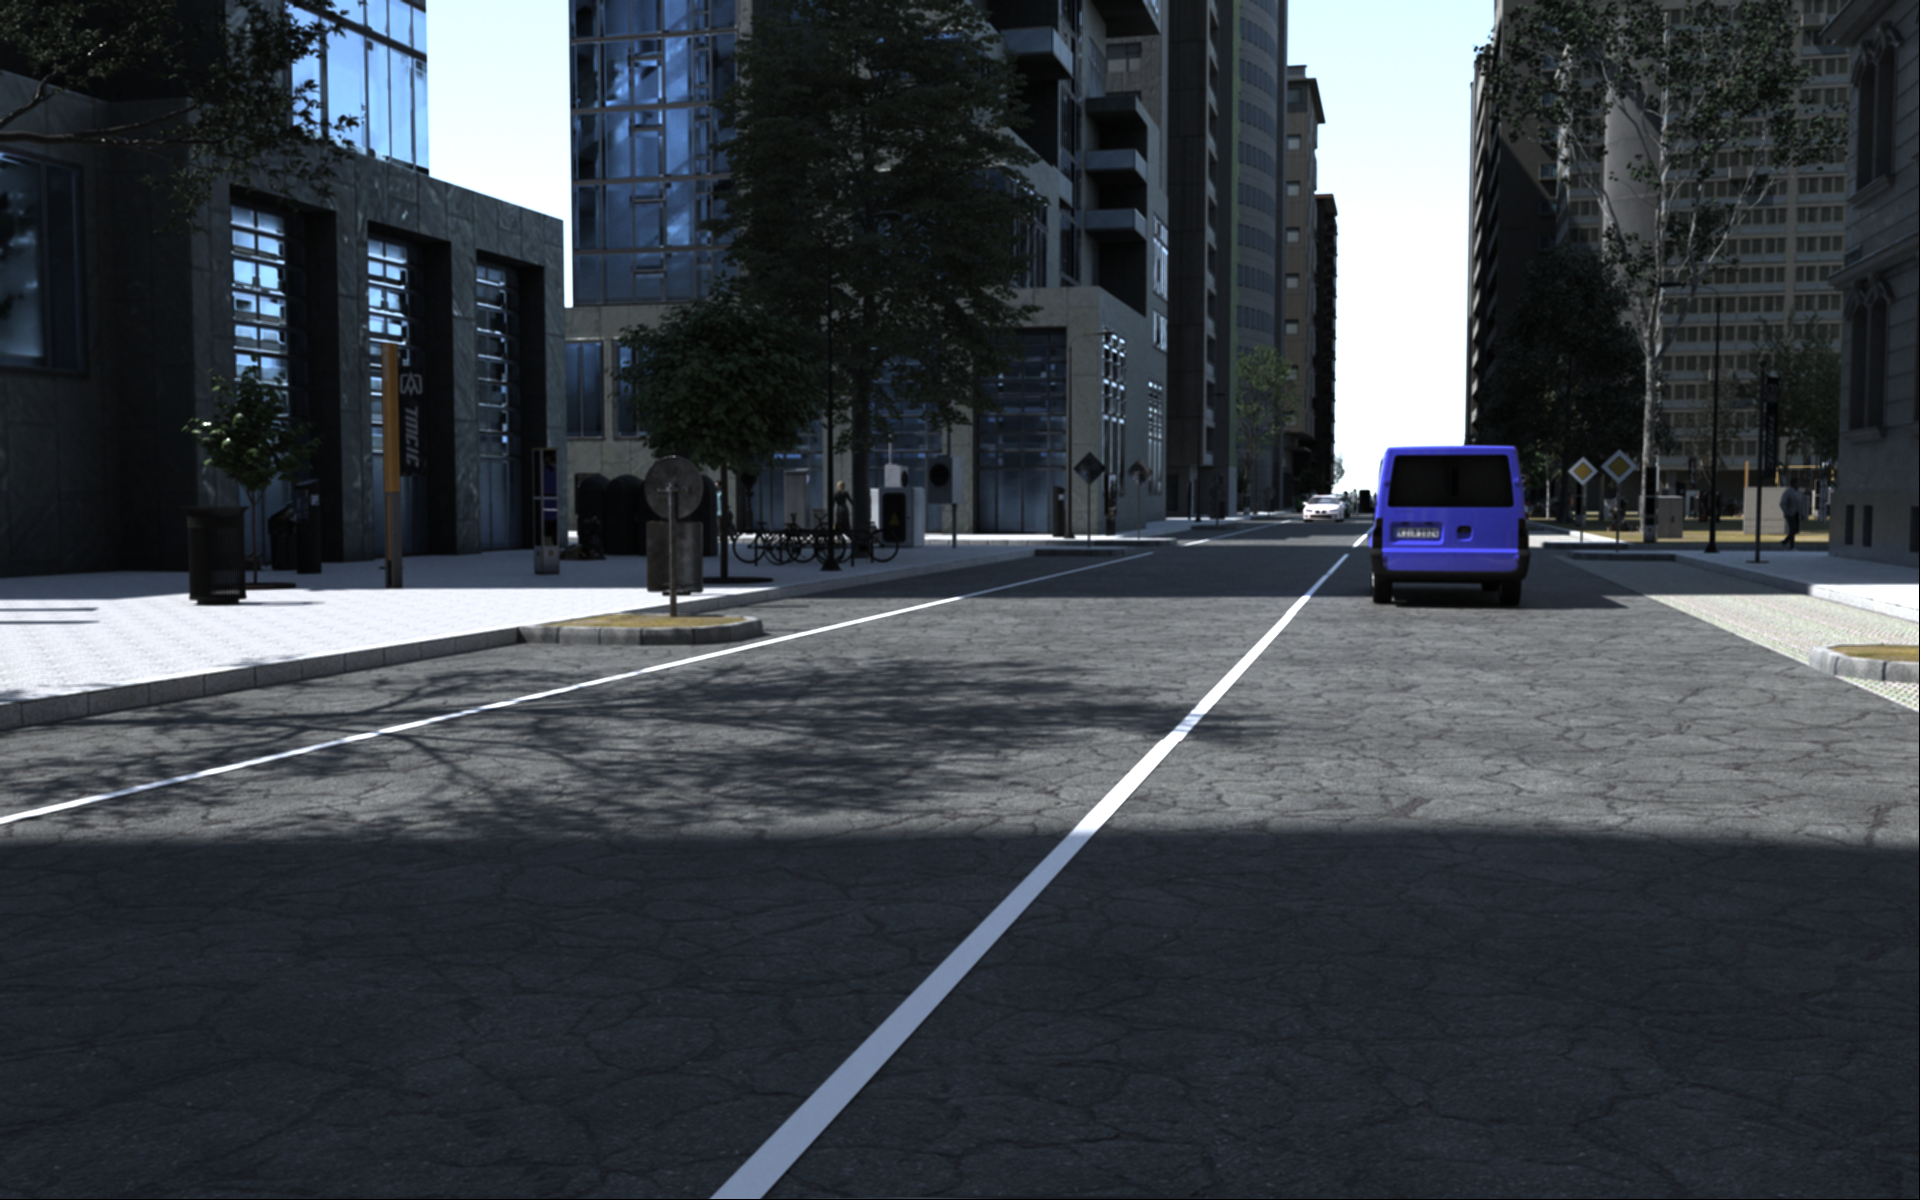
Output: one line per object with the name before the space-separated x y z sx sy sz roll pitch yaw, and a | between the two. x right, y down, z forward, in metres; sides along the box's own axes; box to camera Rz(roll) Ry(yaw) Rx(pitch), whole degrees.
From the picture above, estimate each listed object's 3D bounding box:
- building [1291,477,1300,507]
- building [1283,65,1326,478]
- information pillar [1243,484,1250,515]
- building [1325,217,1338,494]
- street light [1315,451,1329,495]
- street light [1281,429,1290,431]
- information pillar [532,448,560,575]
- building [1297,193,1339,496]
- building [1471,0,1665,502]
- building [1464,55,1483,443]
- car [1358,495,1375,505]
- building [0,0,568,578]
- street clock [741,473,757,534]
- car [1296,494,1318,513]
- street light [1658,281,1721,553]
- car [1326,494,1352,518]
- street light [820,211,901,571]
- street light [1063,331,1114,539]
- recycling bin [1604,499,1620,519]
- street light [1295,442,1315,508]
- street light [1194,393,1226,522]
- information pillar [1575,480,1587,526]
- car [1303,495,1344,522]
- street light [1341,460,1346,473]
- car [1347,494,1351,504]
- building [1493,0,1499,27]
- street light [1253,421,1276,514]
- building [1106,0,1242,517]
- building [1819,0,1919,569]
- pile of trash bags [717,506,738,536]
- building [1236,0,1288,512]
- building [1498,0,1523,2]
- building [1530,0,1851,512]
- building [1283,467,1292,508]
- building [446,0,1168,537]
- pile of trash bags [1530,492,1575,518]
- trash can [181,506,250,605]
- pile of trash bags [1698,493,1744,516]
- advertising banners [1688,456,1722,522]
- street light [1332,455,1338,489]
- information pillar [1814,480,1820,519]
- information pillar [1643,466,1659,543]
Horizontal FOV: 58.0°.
building | 19.852 -30.159 184.985 32.217 40.220 23.993 1 4 14
building | 31.115 -38.609 220.494 28.713 52.752 27.495 1 4 14
information pillar | 17.968 -6.365 108.560 0.304 2.012 0.304 -3 4 -38
building | 50.776 -37.775 267.739 14.600 45.320 14.200 1 4 14
street light | 38.356 -12.979 184.752 1.470 5.913 1.316 1 4 14
street light | 22.959 -9.296 124.535 1.470 5.913 1.316 1 4 14
information pillar | -6.610 -1.417 27.656 0.304 2.012 0.304 -3 5 -40
building | 42.332 -36.275 247.727 22.147 44.769 28.867 1 4 14
building | 64.027 -33.853 177.206 21.300 48.544 21.600 1 4 14
building | 78.782 -42.187 231.762 21.231 58.520 28.212 1 4 14
car | 52.399 -12.898 223.240 2.083 1.381 4.827 1 4 14
building | -27.081 -43.966 31.513 31.000 86.520 22.319 1 4 14
street clock | -6.716 -3.094 55.158 0.471 2.002 0.358 1 4 19
car | 26.781 -7.597 133.001 1.959 1.807 4.718 1 4 12
street light | 15.943 -3.996 37.879 1.470 5.913 1.316 1 4 14
car | 23.097 -5.809 106.778 2.131 1.459 4.920 1 4 15
street light | -1.643 -3.436 28.714 1.470 5.913 1.316 1 4 14
street light | 3.676 -4.707 49.504 1.470 5.913 1.316 1 4 14
recycling bin | 33.403 -4.665 88.831 0.722 1.027 0.722 2 4 29
street light | 30.653 -11.143 154.723 1.470 5.913 1.316 1 4 14
street light | 11.538 -6.558 79.758 1.470 5.913 1.316 1 4 14
information pillar | 24.764 -3.950 69.081 0.304 2.012 0.304 -3 4 -38
car | 18.758 -4.699 89.185 2.083 1.381 4.827 1 4 16
street light | 50.989 -15.993 234.021 1.470 5.913 1.316 1 4 14
car | 51.799 -13.505 230.589 2.009 1.686 4.222 1 4 15
building | 72.417 -47.070 207.850 20.563 71.187 20.611 1 4 14
street light | 19.278 -8.394 109.779 1.470 5.913 1.316 1 4 14
building | 8.319 -25.413 99.102 14.154 41.232 14.086 1 4 14
building | 21.343 -14.404 22.896 14.401 28.519 23.554 1 4 14
pile of trash bags | -8.497 -2.672 53.447 3.447 1.369 1.912 2 4 34
building | 14.386 -36.434 137.694 21.231 58.520 28.212 1 4 14
building | 58.907 -32.520 155.411 21.300 48.544 21.600 1 4 14
building | 58.549 -26.867 131.158 32.217 40.220 23.993 1 4 14
building | 20.502 -44.198 160.896 20.563 71.187 20.611 1 4 14
building | -2.688 -46.262 69.063 22.319 86.520 31.000 1 4 14
pile of trash bags | 32.487 -5.161 94.136 1.912 1.369 3.447 3 5 43
trash can | -8.660 -0.522 20.184 0.748 1.137 0.748 0 3 0
pile of trash bags | 43.931 -5.530 100.175 3.447 1.369 1.912 -2 4 -29
advertising banners | 34.175 -5.096 79.509 0.090 3.025 2.074 -1 4 -21
street light | 43.360 -14.147 203.851 1.470 5.913 1.316 1 4 14
information pillar | 44.278 -5.192 89.383 0.304 2.012 0.304 2 4 27
information pillar | 18.356 -2.538 45.981 0.304 2.012 0.304 2 4 33
